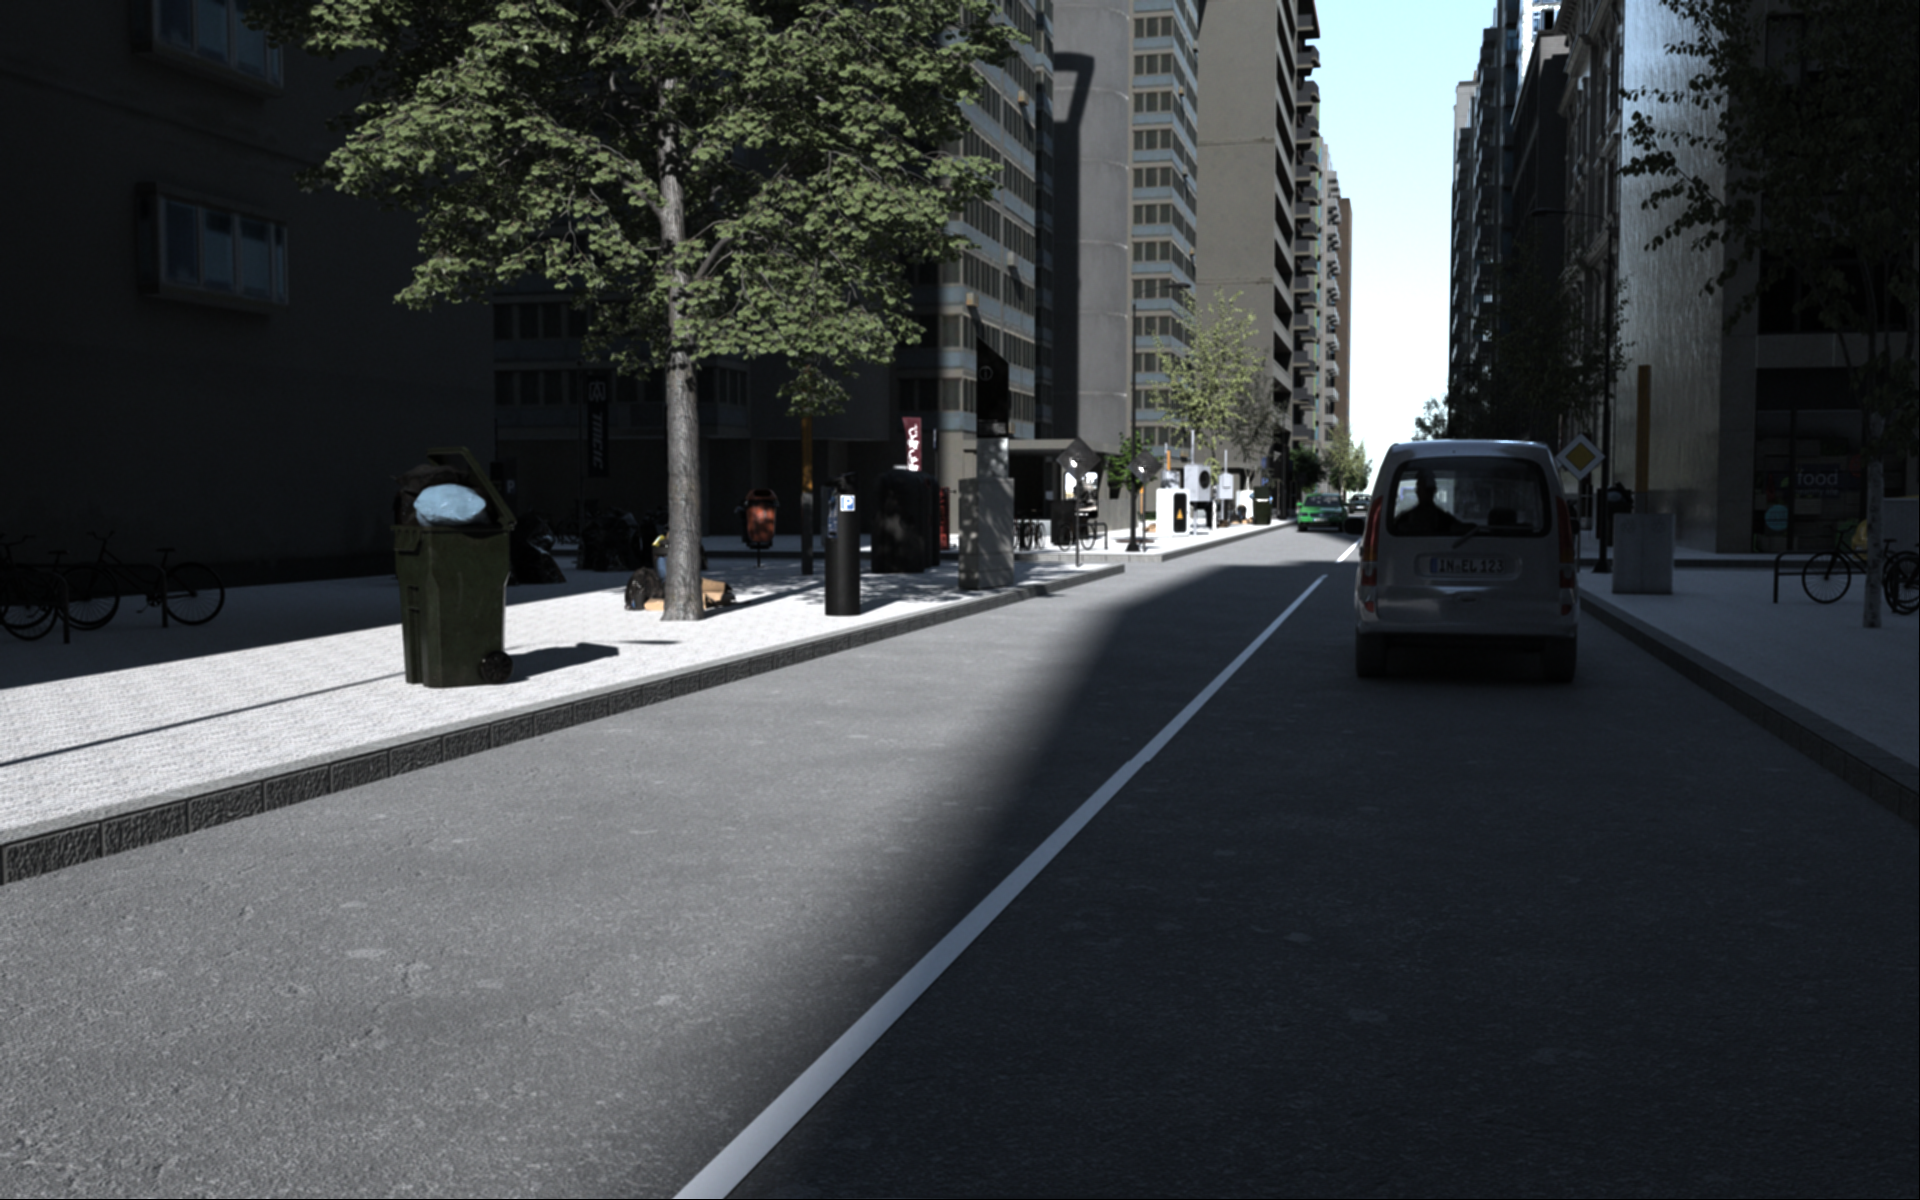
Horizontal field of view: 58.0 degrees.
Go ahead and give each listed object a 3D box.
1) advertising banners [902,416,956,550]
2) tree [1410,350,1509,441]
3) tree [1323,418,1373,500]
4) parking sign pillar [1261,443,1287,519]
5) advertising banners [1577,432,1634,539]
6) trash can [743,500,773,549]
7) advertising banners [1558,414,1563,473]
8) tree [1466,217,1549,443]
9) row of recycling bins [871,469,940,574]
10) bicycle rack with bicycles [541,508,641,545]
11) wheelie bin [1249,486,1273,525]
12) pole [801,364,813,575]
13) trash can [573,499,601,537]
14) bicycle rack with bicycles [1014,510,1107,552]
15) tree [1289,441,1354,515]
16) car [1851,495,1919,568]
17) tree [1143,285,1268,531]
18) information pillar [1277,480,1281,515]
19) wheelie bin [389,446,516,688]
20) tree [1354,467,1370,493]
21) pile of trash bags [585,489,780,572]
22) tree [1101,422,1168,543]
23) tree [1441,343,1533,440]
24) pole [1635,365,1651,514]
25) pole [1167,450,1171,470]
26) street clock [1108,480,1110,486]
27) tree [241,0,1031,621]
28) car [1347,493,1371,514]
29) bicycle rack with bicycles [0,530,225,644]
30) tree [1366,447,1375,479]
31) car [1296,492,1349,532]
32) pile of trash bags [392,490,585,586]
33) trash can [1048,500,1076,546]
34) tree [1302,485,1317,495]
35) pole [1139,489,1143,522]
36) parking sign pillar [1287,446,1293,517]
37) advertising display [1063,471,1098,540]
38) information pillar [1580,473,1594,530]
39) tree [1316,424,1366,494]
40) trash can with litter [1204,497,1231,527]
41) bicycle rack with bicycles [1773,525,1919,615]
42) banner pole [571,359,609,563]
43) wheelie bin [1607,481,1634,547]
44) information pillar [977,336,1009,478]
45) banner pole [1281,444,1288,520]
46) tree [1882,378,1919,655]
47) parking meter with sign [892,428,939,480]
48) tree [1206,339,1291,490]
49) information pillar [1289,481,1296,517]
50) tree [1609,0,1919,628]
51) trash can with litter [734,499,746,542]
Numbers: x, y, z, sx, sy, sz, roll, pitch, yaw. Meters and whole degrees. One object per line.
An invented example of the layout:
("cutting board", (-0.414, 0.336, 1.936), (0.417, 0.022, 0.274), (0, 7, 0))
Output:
("advertising banners", (-0.426, -2.646, 39.453), (2.074, 3.025, 0.090), (-2, 4, -32))
("tree", (33.485, -10.942, 113.320), (8.767, 10.594, 7.601), (2, 4, 26))
("tree", (37.355, -13.316, 168.075), (4.737, 8.622, 4.395), (0, 3, 0))
("parking sign pillar", (16.122, -6.260, 90.821), (1.447, 3.967, 1.447), (1, 4, 21))
("advertising banners", (18.452, -3.263, 49.544), (2.074, 3.025, 0.090), (-1, 4, -22))
("trash can", (-4.668, -1.751, 40.289), (0.748, 1.137, 0.748), (0, 3, 0))
("advertising banners", (13.304, -2.600, 38.693), (0.090, 3.025, 2.074), (1, 4, 14))
("tree", (15.808, -5.881, 46.518), (4.737, 8.622, 4.395), (0, 3, 0))
("row of recycling bins", (-0.945, -1.377, 29.619), (1.069, 1.692, 3.534), (0, 4, 5))
("bicycle rack with bicycles", (-9.595, -1.917, 44.723), (2.925, 0.926, 2.852), (-1, 4, -15))
("wheelie bin", (12.856, -4.013, 73.517), (0.693, 1.594, 0.980), (-2, 4, -27))
("pole", (-2.416, -2.046, 27.295), (0.158, 3.312, 0.155), (0, 3, 0))
("trash can", (-10.336, -2.222, 47.991), (0.748, 1.137, 0.748), (0, 3, 0))
("bicycle rack with bicycles", (2.016, -1.601, 39.556), (2.852, 0.926, 2.925), (2, 4, 27))
("tree", (20.957, -7.519, 106.648), (4.285, 4.588, 4.351), (0, 3, 0))
("car", (17.947, -1.237, 30.452), (3.980, 1.641, 2.015), (1, 4, 13))
("tree", (8.634, -6.713, 60.120), (4.737, 8.622, 4.395), (0, 3, 0))
("information pillar", (17.268, -5.435, 93.350), (0.304, 2.012, 0.304), (0, 4, -1))
("wheelie bin", (-3.424, -0.231, 11.680), (0.693, 1.594, 0.980), (-3, 5, -39))
("tree", (38.442, -11.612, 173.572), (4.285, 4.588, 4.351), (0, 3, 0))
("pile of trash bags", (-4.813, -1.222, 29.729), (3.447, 1.369, 1.912), (-1, 4, -16))
("tree", (4.531, -3.150, 46.109), (1.663, 3.219, 1.824), (0, 3, 0))
("tree", (24.950, -8.036, 81.758), (4.360, 8.622, 3.978), (0, 3, 0))
("pole", (10.834, -2.059, 27.507), (0.158, 3.312, 0.155), (0, 3, 0))
("pole", (9.734, -5.326, 80.920), (0.158, 3.312, 0.155), (0, 3, 0))
("street clock", (6.707, -4.353, 75.737), (0.471, 2.002, 0.358), (2, 4, 25))
("tree", (-3.143, -6.087, 17.642), (7.486, 12.596, 7.792), (0, 3, 0))
("car", (29.343, -7.143, 126.570), (2.009, 1.686, 4.222), (1, 4, 15))
("bicycle rack with bicycles", (-8.683, -0.152, 15.875), (2.925, 0.926, 2.852), (0, 4, 2))
("tree", (61.197, -19.205, 264.367), (4.360, 8.622, 3.978), (0, 3, 0))
("car", (13.934, -3.525, 66.437), (1.959, 1.807, 4.718), (1, 4, 14))
("pile of trash bags", (-7.326, -0.953, 25.331), (3.447, 1.369, 1.912), (3, 5, 44))
("trash can", (2.566, -1.929, 43.190), (0.748, 1.137, 0.748), (0, 3, 0))
("tree", (25.171, -8.035, 125.977), (1.663, 3.219, 1.824), (0, 3, 0))
("pole", (8.243, -5.189, 78.676), (0.158, 3.312, 0.155), (0, 3, 0))
("parking sign pillar", (18.420, -6.745, 98.759), (1.447, 3.967, 1.447), (-2, 4, -27))
("advertising display", (3.403, -2.663, 48.760), (0.974, 1.923, 0.123), (0, 4, -7))
("information pillar", (22.241, -3.484, 61.459), (0.304, 2.012, 0.304), (-2, 4, -29))
("tree", (39.102, -14.040, 179.914), (4.360, 8.622, 3.978), (0, 3, 0))
("trash can with litter", (9.986, -3.401, 67.001), (1.055, 1.170, 0.624), (3, 5, 40))
("bicycle rack with bicycles", (10.876, -0.385, 19.669), (2.925, 0.926, 2.852), (-1, 4, -15))
("banner pole", (-6.824, -2.570, 32.039), (0.863, 3.779, 0.401), (2, 4, 25))
("wheelie bin", (16.058, -2.105, 42.324), (0.693, 1.594, 0.980), (1, 4, 13))
("information pillar", (0.468, -2.096, 25.620), (0.504, 3.616, 0.183), (1, 4, 13))
("banner pole", (16.198, -5.918, 86.771), (0.401, 3.779, 0.863), (2, 4, 24))
("tree", (7.839, -1.123, 12.960), (1.663, 3.219, 1.824), (0, 3, 0))
("parking meter with sign", (-1.445, -3.032, 45.832), (1.738, 3.016, 0.543), (0, 4, -8))
("tree", (13.530, -7.989, 80.987), (4.360, 8.622, 3.978), (0, 3, 0))
("information pillar", (18.329, -5.558, 95.362), (0.304, 2.012, 0.304), (0, 4, -3))
("tree", (8.552, -4.040, 16.421), (4.737, 8.622, 4.395), (0, 3, 0))
("trash can with litter", (-5.529, -2.117, 45.998), (0.624, 1.170, 1.055), (1, 4, 15))
